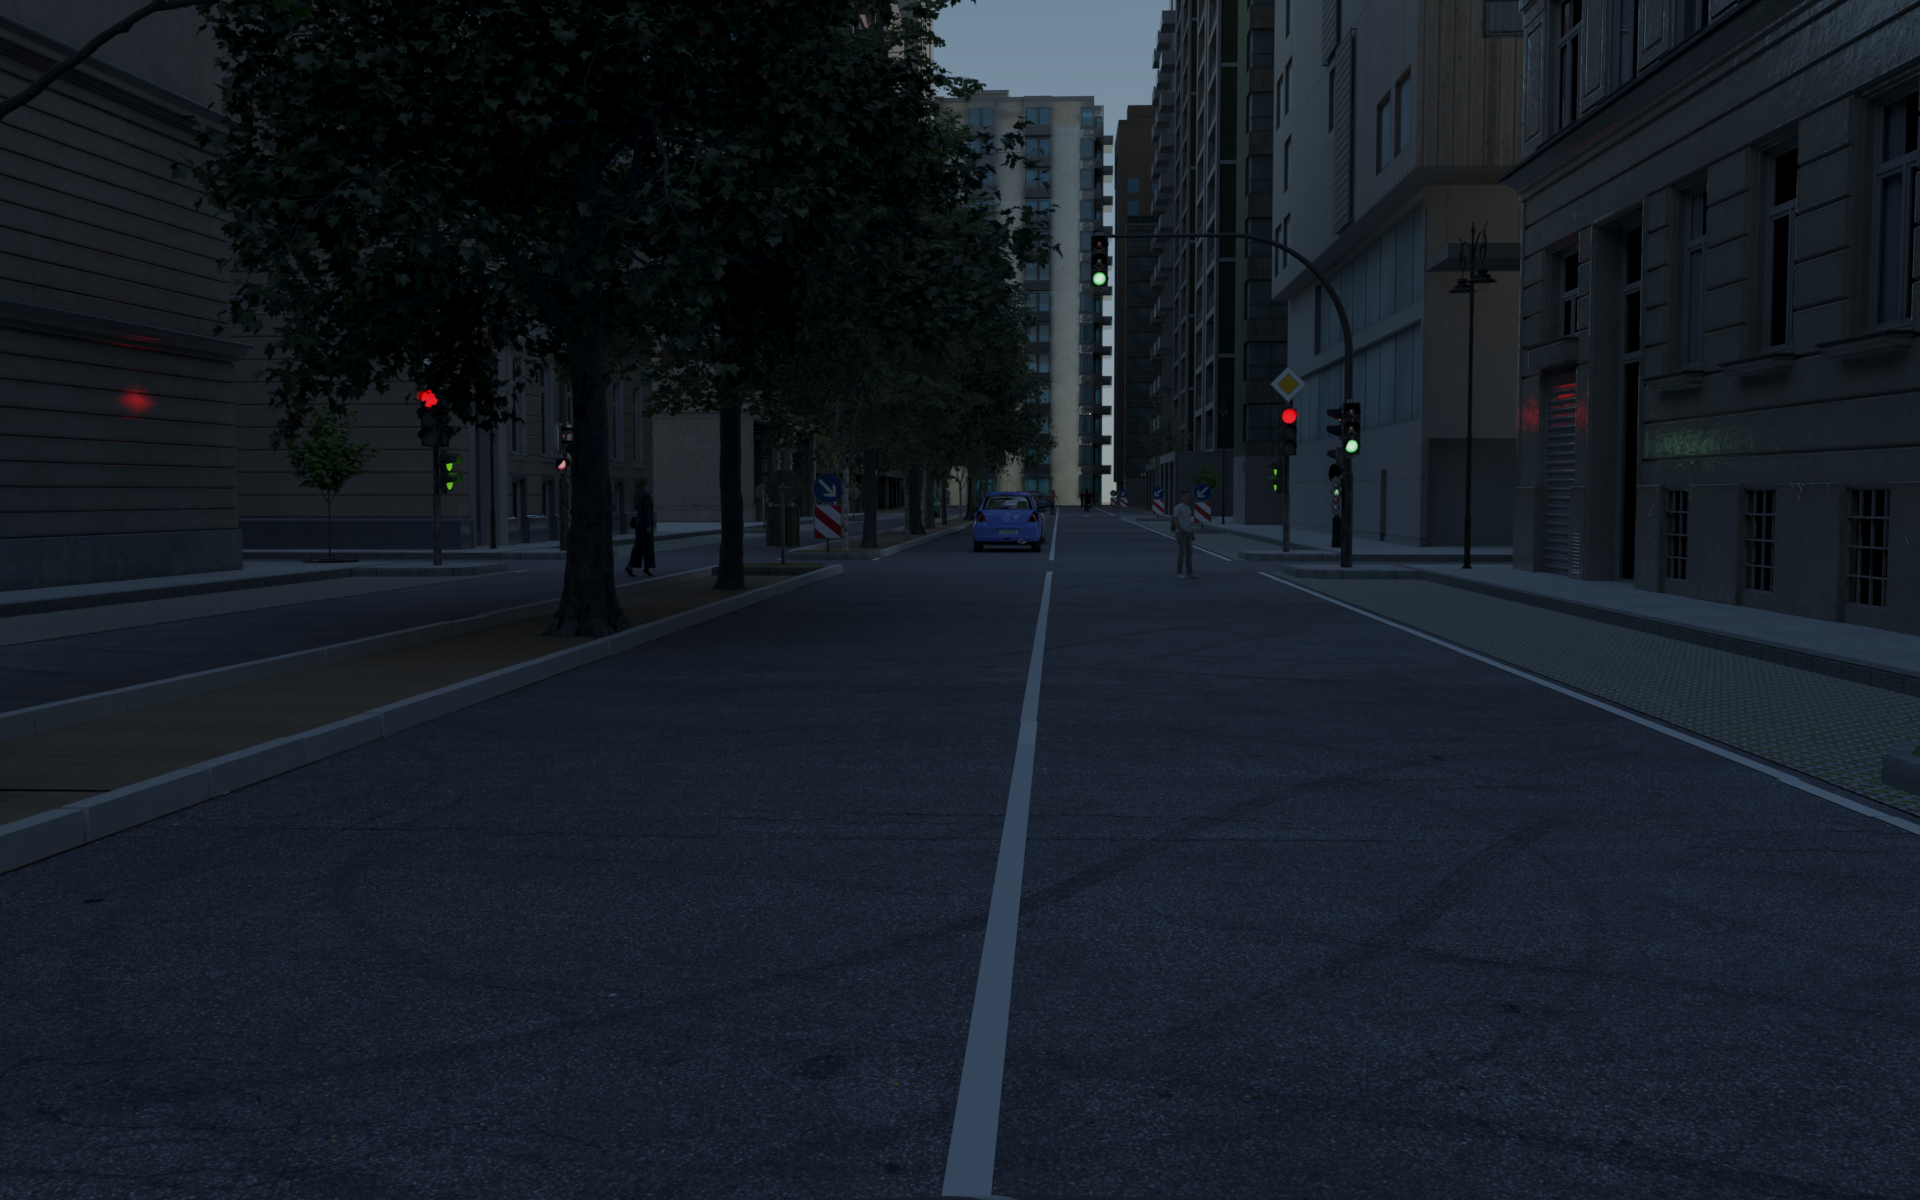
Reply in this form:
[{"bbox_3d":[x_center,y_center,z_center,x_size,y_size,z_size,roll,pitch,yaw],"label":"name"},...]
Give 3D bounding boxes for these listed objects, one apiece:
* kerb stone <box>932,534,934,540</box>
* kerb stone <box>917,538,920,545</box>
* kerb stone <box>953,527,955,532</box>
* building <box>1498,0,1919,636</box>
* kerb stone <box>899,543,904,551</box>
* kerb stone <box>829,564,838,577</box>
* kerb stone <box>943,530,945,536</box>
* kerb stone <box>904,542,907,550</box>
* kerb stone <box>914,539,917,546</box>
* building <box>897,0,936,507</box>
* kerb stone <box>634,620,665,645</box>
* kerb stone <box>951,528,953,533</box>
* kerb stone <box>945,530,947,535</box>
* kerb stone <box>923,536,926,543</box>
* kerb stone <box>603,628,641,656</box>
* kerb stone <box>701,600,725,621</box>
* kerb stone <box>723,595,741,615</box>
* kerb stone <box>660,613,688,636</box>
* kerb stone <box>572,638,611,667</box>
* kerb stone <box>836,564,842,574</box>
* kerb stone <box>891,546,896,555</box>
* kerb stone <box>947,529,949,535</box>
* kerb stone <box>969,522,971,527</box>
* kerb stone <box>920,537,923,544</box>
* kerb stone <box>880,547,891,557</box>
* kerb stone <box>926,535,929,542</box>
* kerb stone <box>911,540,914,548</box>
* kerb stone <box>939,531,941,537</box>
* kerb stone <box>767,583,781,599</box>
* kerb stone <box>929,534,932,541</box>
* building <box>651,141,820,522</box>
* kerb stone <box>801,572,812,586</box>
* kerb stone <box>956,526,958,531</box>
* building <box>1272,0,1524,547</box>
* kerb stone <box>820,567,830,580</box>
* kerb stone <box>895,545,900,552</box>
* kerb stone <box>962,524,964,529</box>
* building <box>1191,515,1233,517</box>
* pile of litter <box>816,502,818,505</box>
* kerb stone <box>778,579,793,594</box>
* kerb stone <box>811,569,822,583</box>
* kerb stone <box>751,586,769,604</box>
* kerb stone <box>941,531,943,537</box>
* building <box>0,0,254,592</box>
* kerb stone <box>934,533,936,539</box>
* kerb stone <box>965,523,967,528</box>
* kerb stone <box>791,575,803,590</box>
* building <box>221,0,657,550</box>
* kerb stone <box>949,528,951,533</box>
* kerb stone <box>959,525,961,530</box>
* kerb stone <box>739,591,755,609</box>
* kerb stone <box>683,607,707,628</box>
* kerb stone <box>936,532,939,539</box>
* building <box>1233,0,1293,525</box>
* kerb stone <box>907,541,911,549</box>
[{"bbox_3d":[-0.978,-1.893,53.173,0.120,0.150,1.000,0,4,3],"label":"kerb stone"},{"bbox_3d":[-1.272,-1.581,48.040,0.120,0.150,1.000,0,4,3],"label":"kerb stone"},{"bbox_3d":[-0.382,-2.521,63.413,0.120,0.150,1.000,0,4,3],"label":"kerb stone"},{"bbox_3d":[15.892,-11.075,14.365,16.112,22.955,30.059,0,4,3],"label":"building"},{"bbox_3d":[-1.566,-1.268,42.928,0.120,0.150,1.000,0,4,3],"label":"kerb stone"},{"bbox_3d":[-2.297,-0.486,30.144,0.120,0.150,1.000,0,4,3],"label":"kerb stone"},{"bbox_3d":[-0.682,-2.208,58.292,0.120,0.150,1.000,0,4,3],"label":"kerb stone"},{"bbox_3d":[-1.504,-1.330,43.948,0.120,0.150,1.000,0,4,3],"label":"kerb stone"},{"bbox_3d":[-1.341,-1.518,47.013,0.120,0.150,1.000,0,4,3],"label":"kerb stone"},{"bbox_3d":[-13.578,-45.357,179.845,20.611,71.187,20.563,0,4,3],"label":"building"},{"bbox_3d":[-3.066,0.328,16.831,0.120,0.150,1.000,0,4,3],"label":"kerb stone"},{"bbox_3d":[-0.450,-2.457,62.394,0.120,0.150,1.000,0,4,3],"label":"kerb stone"},{"bbox_3d":[-0.619,-2.270,59.320,0.120,0.150,1.000,0,4,3],"label":"kerb stone"},{"bbox_3d":[-1.150,-1.707,50.103,0.120,0.150,1.000,0,4,3],"label":"kerb stone"},{"bbox_3d":[-3.119,0.394,15.805,0.120,0.150,1.000,0,4,3],"label":"kerb stone"},{"bbox_3d":[-2.891,0.140,19.903,0.120,0.150,1.000,0,4,3],"label":"kerb stone"},{"bbox_3d":[-2.828,0.079,20.931,0.120,0.150,1.000,0,4,3],"label":"kerb stone"},{"bbox_3d":[-3.003,0.265,17.857,0.120,0.150,1.000,0,4,3],"label":"kerb stone"},{"bbox_3d":[-3.186,0.460,14.779,0.120,0.150,1.000,0,4,3],"label":"kerb stone"},{"bbox_3d":[-2.238,-0.547,31.169,0.120,0.150,1.000,0,4,3],"label":"kerb stone"},{"bbox_3d":[-1.682,-1.143,40.886,0.120,0.150,1.000,0,4,3],"label":"kerb stone"},{"bbox_3d":[-0.554,-2.327,60.341,0.120,0.150,1.000,0,4,3],"label":"kerb stone"},{"bbox_3d":[0.266,-3.209,74.666,0.120,0.150,1.000,0,4,3],"label":"kerb stone"},{"bbox_3d":[-1.211,-1.644,49.071,0.120,0.150,1.000,0,4,3],"label":"kerb stone"},{"bbox_3d":[-1.748,-1.080,39.852,0.120,0.150,1.000,0,4,3],"label":"kerb stone"},{"bbox_3d":[-1.094,-1.769,51.126,0.120,0.150,1.000,0,4,3],"label":"kerb stone"},{"bbox_3d":[-1.386,-1.455,45.992,0.120,0.150,1.000,0,4,3],"label":"kerb stone"},{"bbox_3d":[-0.793,-2.081,56.249,0.120,0.150,1.000,0,4,3],"label":"kerb stone"},{"bbox_3d":[-2.656,-0.105,23.999,0.120,0.150,1.000,0,4,3],"label":"kerb stone"},{"bbox_3d":[-1.030,-1.832,52.146,0.120,0.150,1.000,0,4,3],"label":"kerb stone"},{"bbox_3d":[-13.734,-13.975,79.399,10.553,20.767,40.483,0,4,3],"label":"building"},{"bbox_3d":[-2.480,-0.298,27.071,0.120,0.150,1.000,0,4,3],"label":"kerb stone"},{"bbox_3d":[-0.262,-2.646,65.456,0.120,0.150,1.000,0,4,3],"label":"kerb stone"},{"bbox_3d":[23.987,-28.218,50.611,27.495,52.752,28.713,0,4,3],"label":"building"},{"bbox_3d":[-2.359,-0.423,29.119,0.120,0.150,1.000,0,4,3],"label":"kerb stone"},{"bbox_3d":[-1.626,-1.203,41.907,0.120,0.150,1.000,0,4,3],"label":"kerb stone"},{"bbox_3d":[-0.025,-2.896,69.546,0.120,0.150,1.000,0,4,3],"label":"kerb stone"},{"bbox_3d":[22.716,-40.529,100.906,20.563,71.187,20.611,0,4,3],"label":"building"},{"bbox_3d":[-9.265,-5.863,109.817,1.719,0.858,1.176,1,4,14],"label":"pile of litter"},{"bbox_3d":[-2.590,-0.173,25.030,0.120,0.150,1.000,0,4,3],"label":"kerb stone"},{"bbox_3d":[-2.416,-0.361,28.099,0.120,0.150,1.000,0,4,3],"label":"kerb stone"},{"bbox_3d":[-2.717,-0.048,22.973,0.120,0.150,1.000,0,4,3],"label":"kerb stone"},{"bbox_3d":[-0.735,-2.145,57.271,0.120,0.150,1.000,0,4,3],"label":"kerb stone"},{"bbox_3d":[-29.364,-12.562,24.467,34.723,24.649,14.460,0,4,3],"label":"building"},{"bbox_3d":[-0.920,-1.957,54.199,0.120,0.150,1.000,0,4,3],"label":"kerb stone"},{"bbox_3d":[0.088,-3.021,71.587,0.120,0.150,1.000,0,4,3],"label":"kerb stone"},{"bbox_3d":[-2.533,-0.234,26.050,0.120,0.150,1.000,0,4,3],"label":"kerb stone"},{"bbox_3d":[-17.141,-16.095,49.059,13.634,28.700,20.117,0,4,3],"label":"building"},{"bbox_3d":[-0.499,-2.396,61.363,0.120,0.150,1.000,0,4,3],"label":"kerb stone"},{"bbox_3d":[-0.149,-2.771,67.498,0.120,0.150,1.000,0,4,3],"label":"kerb stone"},{"bbox_3d":[-2.773,0.017,21.951,0.120,0.150,1.000,0,4,3],"label":"kerb stone"},{"bbox_3d":[-2.950,0.207,18.883,0.120,0.150,1.000,0,4,3],"label":"kerb stone"},{"bbox_3d":[-0.854,-2.020,55.219,0.120,0.150,1.000,0,4,3],"label":"kerb stone"},{"bbox_3d":[19.154,-18.673,76.999,14.160,30.474,14.107,0,4,3],"label":"building"},{"bbox_3d":[-1.450,-1.393,44.969,0.120,0.150,1.000,0,4,3],"label":"kerb stone"}]
